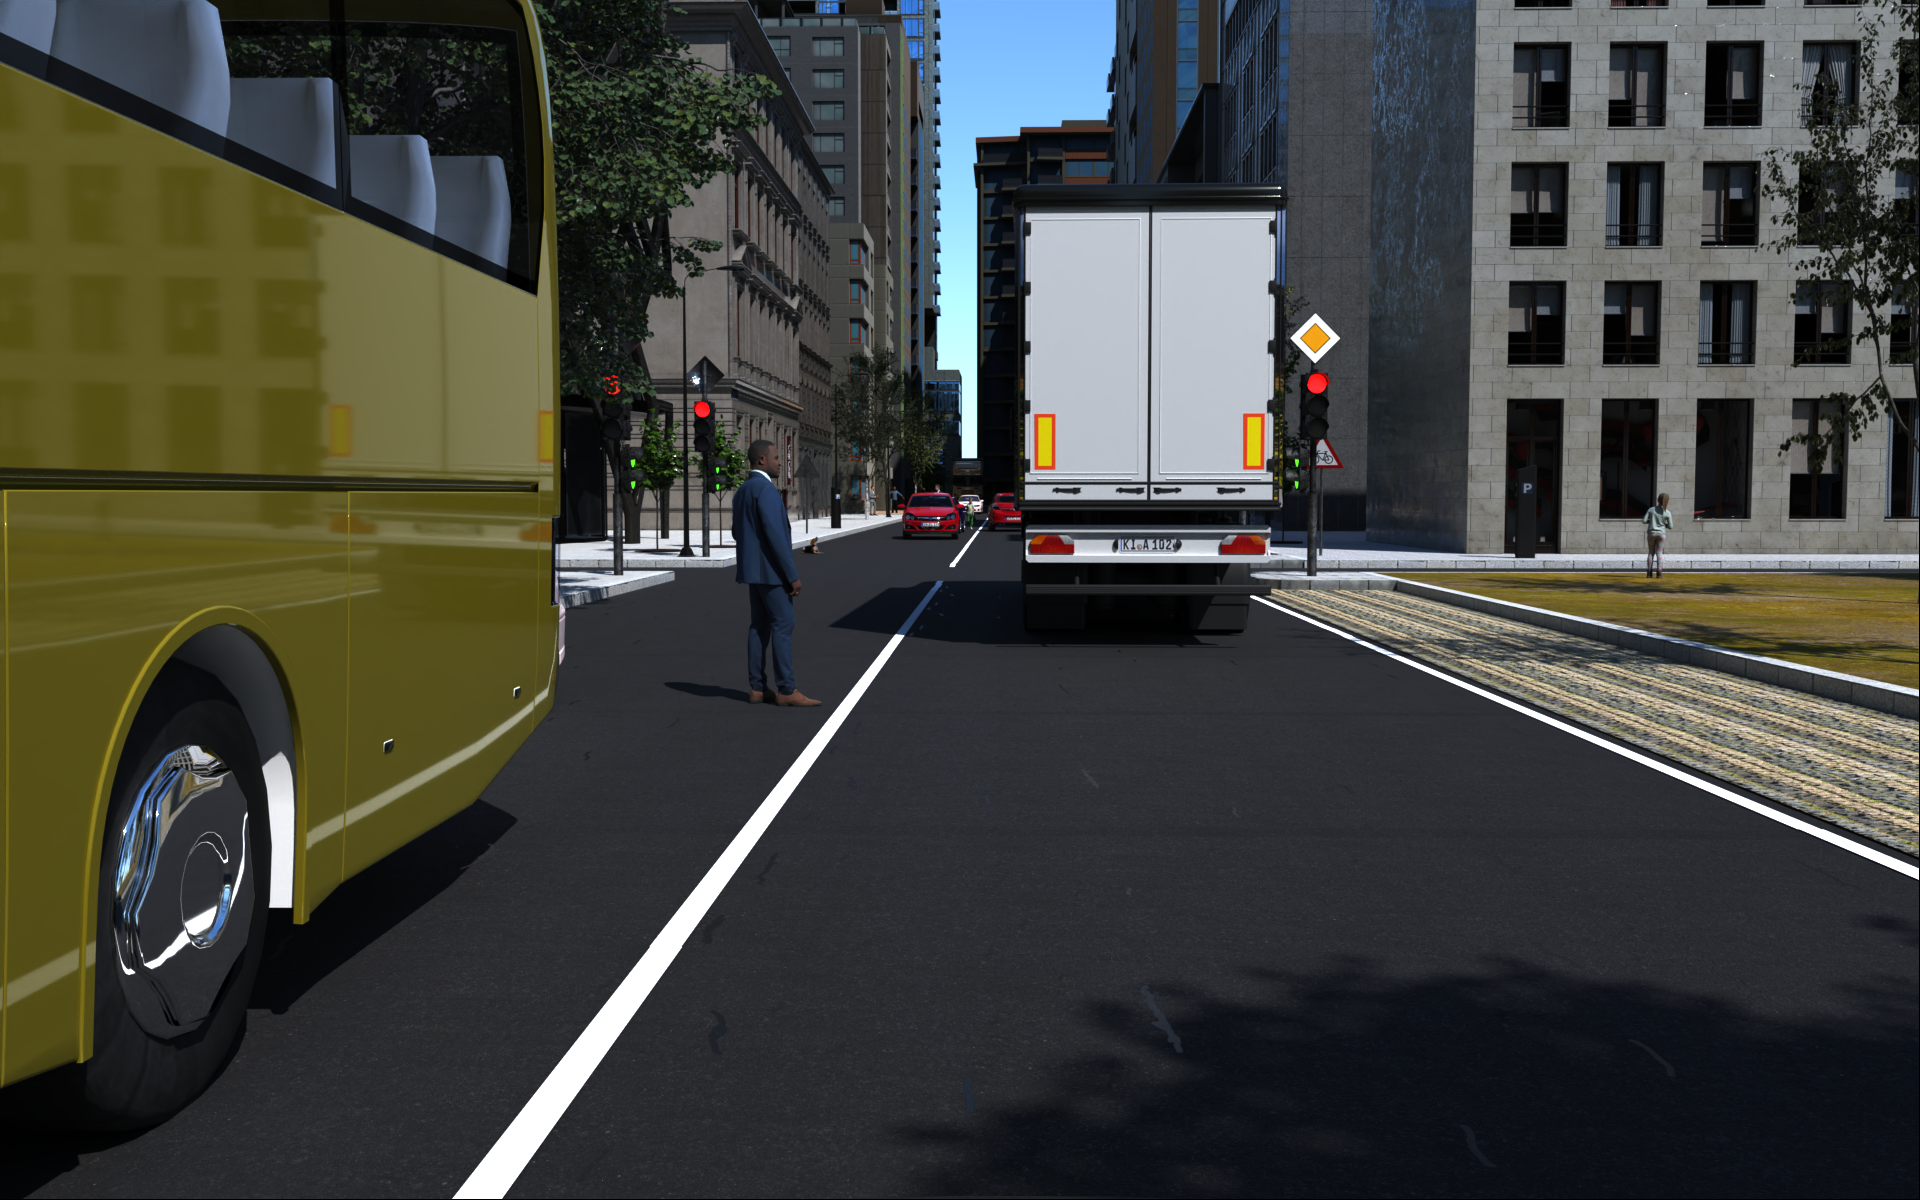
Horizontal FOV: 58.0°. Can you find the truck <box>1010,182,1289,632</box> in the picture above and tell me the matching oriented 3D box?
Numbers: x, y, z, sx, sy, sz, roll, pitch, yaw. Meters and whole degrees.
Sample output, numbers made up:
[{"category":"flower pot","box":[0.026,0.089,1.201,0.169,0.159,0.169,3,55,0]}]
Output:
[{"category":"truck","box":[1.962,-1.979,21.264,2.839,4.237,11.283,0,4,3]}]

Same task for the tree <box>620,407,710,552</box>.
[{"category":"tree","box":[-6.831,-2.690,38.575,1.663,3.219,1.824,0,3,0]}]

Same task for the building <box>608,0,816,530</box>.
[{"category":"building","box":[-12.755,-14.315,70.208,11.583,22.565,21.152,0,4,2]}]

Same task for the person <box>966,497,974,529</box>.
[{"category":"person","box":[0.409,-3.523,70.346,0.306,1.304,0.590,-1,4,-13]}]

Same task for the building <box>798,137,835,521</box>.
[{"category":"building","box":[-12.279,-14.779,90.779,9.793,20.994,18.267,0,4,2]}]

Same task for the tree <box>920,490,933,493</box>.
[{"category":"tree","box":[-3.201,-10.350,163.817,1.663,3.219,1.824,0,3,0]}]

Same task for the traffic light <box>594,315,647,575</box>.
[{"category":"traffic light","box":[-5.377,-2.344,27.239,0.839,4.253,0.868,0,4,2]}]

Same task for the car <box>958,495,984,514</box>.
[{"category":"car","box":[0.679,-6.850,124.356,2.083,1.381,4.827,0,4,3]}]

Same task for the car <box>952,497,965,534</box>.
[{"category":"car","box":[-0.749,-3.135,63.832,1.945,1.354,3.894,0,4,3]}]

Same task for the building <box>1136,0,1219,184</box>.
[{"category":"building","box":[19.492,-28.637,118.319,14.600,45.320,14.200,0,4,2]}]

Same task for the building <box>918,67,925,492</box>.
[{"category":"building","box":[-11.063,-32.225,176.982,14.200,45.320,14.600,0,4,2]}]

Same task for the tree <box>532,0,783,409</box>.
[{"category":"tree","box":[-6.554,-6.892,19.333,9.857,13.997,8.962,0,3,0]}]

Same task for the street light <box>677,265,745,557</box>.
[{"category":"street light","box":[-5.052,-3.834,35.233,1.470,5.913,1.316,0,4,2]}]

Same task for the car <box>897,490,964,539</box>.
[{"category":"car","box":[-0.937,-2.877,56.074,2.155,1.783,4.494,0,4,0]}]

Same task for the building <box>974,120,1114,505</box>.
[{"category":"building","box":[14.536,-33.707,205.728,28.867,44.769,22.147,0,4,2]}]

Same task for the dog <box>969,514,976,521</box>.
[{"category":"dog","box":[0.750,-4.528,90.876,0.800,0.831,0.513,-2,4,-28]}]

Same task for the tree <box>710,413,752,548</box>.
[{"category":"tree","box":[-5.725,-2.860,41.361,1.663,3.219,1.824,0,3,0]}]

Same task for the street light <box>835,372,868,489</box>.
[{"category":"street light","box":[-4.186,-5.721,66.085,1.470,5.913,1.316,0,4,2]}]

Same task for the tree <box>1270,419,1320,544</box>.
[{"category":"tree","box":[8.542,-3.081,44.975,1.663,3.219,1.824,0,3,0]}]

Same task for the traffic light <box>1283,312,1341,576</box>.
[{"category":"traffic light","box":[5.481,-2.327,26.966,0.839,4.253,0.868,0,4,2]}]

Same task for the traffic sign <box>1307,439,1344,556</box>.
[{"category":"traffic sign","box":[7.510,-2.201,35.994,0.884,2.594,0.081,1,4,10]}]

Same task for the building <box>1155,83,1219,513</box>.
[{"category":"building","box":[18.683,-16.825,94.154,14.314,24.678,30.058,0,4,2]}]

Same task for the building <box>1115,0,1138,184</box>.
[{"category":"building","box":[26.651,-33.607,138.717,28.713,52.752,27.495,0,4,2]}]

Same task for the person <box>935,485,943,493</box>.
[{"category":"person","box":[-0.944,-4.165,76.381,0.755,1.850,0.659,-2,4,-30]}]

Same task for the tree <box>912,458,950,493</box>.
[{"category":"tree","box":[-2.564,-10.261,151.477,4.285,4.588,4.351,0,3,0]}]

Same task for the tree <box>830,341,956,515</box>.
[{"category":"tree","box":[-4.443,-10.449,105.258,8.767,10.594,7.601,-1,4,-17]}]

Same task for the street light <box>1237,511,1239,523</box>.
[{"category":"street light","box":[7.526,-4.731,49.892,1.470,5.913,1.316,0,4,2]}]

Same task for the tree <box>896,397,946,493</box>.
[{"category":"tree","box":[-3.162,-11.147,132.613,4.737,8.622,4.395,0,3,0]}]

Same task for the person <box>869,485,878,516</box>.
[{"category":"person","box":[-5.153,-5.951,103.538,0.583,1.804,0.606,1,4,16]}]

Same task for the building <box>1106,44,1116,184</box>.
[{"category":"building","box":[25.692,-33.535,167.900,23.786,49.044,30.456,0,4,2]}]

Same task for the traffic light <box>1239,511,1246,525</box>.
[{"category":"traffic light","box":[5.695,-2.815,34.948,0.839,4.253,0.868,0,4,2]}]

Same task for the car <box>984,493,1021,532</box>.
[{"category":"car","box":[2.008,-3.585,67.657,2.155,1.783,4.494,0,4,0]}]

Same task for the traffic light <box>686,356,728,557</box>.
[{"category":"traffic light","box":[-5.163,-2.832,35.222,0.839,4.253,0.868,0,4,2]}]

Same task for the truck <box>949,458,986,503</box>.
[{"category":"truck","box":[0.643,-9.080,137.379,2.839,4.237,11.283,0,4,0]}]

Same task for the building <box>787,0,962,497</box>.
[{"category":"building","box":[-15.365,-54.644,206.099,31.000,86.520,22.319,0,4,2]}]

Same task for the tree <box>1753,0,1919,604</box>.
[{"category":"tree","box":[11.388,-4.273,20.223,4.360,8.622,3.978,0,3,0]}]

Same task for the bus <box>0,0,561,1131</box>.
[{"category":"bus","box":[-3.000,-0.585,1.116,2.896,3.916,12.252,0,4,1]}]

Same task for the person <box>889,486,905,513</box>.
[{"category":"person","box":[-4.429,-6.800,117.211,1.348,1.826,0.705,0,4,-1]}]

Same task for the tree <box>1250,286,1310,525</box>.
[{"category":"tree","box":[9.274,-6.456,55.924,4.737,8.622,4.395,0,3,0]}]

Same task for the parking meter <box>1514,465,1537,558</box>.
[{"category":"parking meter","box":[11.309,-1.772,34.677,0.399,1.863,0.255,0,4,5]}]

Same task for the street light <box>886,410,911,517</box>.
[{"category":"street light","box":[-3.421,-7.545,95.908,1.470,5.913,1.316,0,4,2]}]

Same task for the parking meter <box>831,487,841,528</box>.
[{"category":"parking meter","box":[-4.640,-3.448,64.782,0.372,1.533,0.369,0,3,0]}]

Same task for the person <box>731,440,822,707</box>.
[{"category":"person","box":[-1.310,-0.192,11.818,0.419,1.800,0.721,-3,4,-38]}]

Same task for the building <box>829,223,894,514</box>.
[{"category":"building","box":[-19.567,-17.154,125.504,27.650,21.520,28.899,0,4,2]}]

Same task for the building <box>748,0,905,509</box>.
[{"category":"building","box":[-12.116,-28.292,146.164,14.154,41.232,14.086,0,4,2]}]

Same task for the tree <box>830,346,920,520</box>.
[{"category":"tree","box":[-4.433,-8.309,86.217,4.360,8.622,3.978,0,3,0]}]

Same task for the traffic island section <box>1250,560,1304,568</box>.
[{"category":"traffic island section","box":[5.734,-0.782,35.061,2.009,0.180,2.903,0,4,2]}]

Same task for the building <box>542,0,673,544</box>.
[{"category":"building","box":[-16.374,-10.886,45.432,16.820,18.784,16.811,0,4,2]}]

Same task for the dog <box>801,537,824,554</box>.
[{"category":"dog","box":[-3.553,-1.316,41.712,0.550,0.427,0.748,0,4,-6]}]

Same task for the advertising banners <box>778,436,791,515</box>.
[{"category":"advertising banners","box":[-5.216,-3.376,51.387,0.090,3.025,2.074,0,4,6]}]

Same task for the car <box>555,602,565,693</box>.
[{"category":"car","box":[-3.717,0.130,10.243,2.083,1.381,4.827,0,4,2]}]

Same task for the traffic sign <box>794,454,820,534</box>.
[{"category":"traffic sign","box":[-4.980,-3.441,56.268,0.884,2.594,0.081,0,4,6]}]

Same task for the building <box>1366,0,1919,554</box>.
[{"category":"building","box":[19.384,-11.416,41.408,16.860,20.320,10.420,0,4,2]}]

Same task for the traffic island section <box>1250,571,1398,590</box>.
[{"category":"traffic island section","box":[5.521,-0.293,27.079,2.009,0.180,2.903,0,4,2]}]

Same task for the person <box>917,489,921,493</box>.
[{"category":"person","box":[-3.317,-8.107,139.311,1.217,1.743,0.721,0,4,-3]}]

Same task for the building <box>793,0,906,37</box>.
[{"category":"building","box":[-11.842,-31.216,160.497,14.600,45.320,14.200,0,4,2]}]

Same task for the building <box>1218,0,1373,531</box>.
[{"category":"building","box":[17.485,-15.352,69.035,12.078,24.808,19.932,0,4,2]}]

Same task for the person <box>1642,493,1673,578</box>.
[{"category":"person","box":[10.622,-0.985,26.421,0.425,1.301,0.394,1,4,9]}]
